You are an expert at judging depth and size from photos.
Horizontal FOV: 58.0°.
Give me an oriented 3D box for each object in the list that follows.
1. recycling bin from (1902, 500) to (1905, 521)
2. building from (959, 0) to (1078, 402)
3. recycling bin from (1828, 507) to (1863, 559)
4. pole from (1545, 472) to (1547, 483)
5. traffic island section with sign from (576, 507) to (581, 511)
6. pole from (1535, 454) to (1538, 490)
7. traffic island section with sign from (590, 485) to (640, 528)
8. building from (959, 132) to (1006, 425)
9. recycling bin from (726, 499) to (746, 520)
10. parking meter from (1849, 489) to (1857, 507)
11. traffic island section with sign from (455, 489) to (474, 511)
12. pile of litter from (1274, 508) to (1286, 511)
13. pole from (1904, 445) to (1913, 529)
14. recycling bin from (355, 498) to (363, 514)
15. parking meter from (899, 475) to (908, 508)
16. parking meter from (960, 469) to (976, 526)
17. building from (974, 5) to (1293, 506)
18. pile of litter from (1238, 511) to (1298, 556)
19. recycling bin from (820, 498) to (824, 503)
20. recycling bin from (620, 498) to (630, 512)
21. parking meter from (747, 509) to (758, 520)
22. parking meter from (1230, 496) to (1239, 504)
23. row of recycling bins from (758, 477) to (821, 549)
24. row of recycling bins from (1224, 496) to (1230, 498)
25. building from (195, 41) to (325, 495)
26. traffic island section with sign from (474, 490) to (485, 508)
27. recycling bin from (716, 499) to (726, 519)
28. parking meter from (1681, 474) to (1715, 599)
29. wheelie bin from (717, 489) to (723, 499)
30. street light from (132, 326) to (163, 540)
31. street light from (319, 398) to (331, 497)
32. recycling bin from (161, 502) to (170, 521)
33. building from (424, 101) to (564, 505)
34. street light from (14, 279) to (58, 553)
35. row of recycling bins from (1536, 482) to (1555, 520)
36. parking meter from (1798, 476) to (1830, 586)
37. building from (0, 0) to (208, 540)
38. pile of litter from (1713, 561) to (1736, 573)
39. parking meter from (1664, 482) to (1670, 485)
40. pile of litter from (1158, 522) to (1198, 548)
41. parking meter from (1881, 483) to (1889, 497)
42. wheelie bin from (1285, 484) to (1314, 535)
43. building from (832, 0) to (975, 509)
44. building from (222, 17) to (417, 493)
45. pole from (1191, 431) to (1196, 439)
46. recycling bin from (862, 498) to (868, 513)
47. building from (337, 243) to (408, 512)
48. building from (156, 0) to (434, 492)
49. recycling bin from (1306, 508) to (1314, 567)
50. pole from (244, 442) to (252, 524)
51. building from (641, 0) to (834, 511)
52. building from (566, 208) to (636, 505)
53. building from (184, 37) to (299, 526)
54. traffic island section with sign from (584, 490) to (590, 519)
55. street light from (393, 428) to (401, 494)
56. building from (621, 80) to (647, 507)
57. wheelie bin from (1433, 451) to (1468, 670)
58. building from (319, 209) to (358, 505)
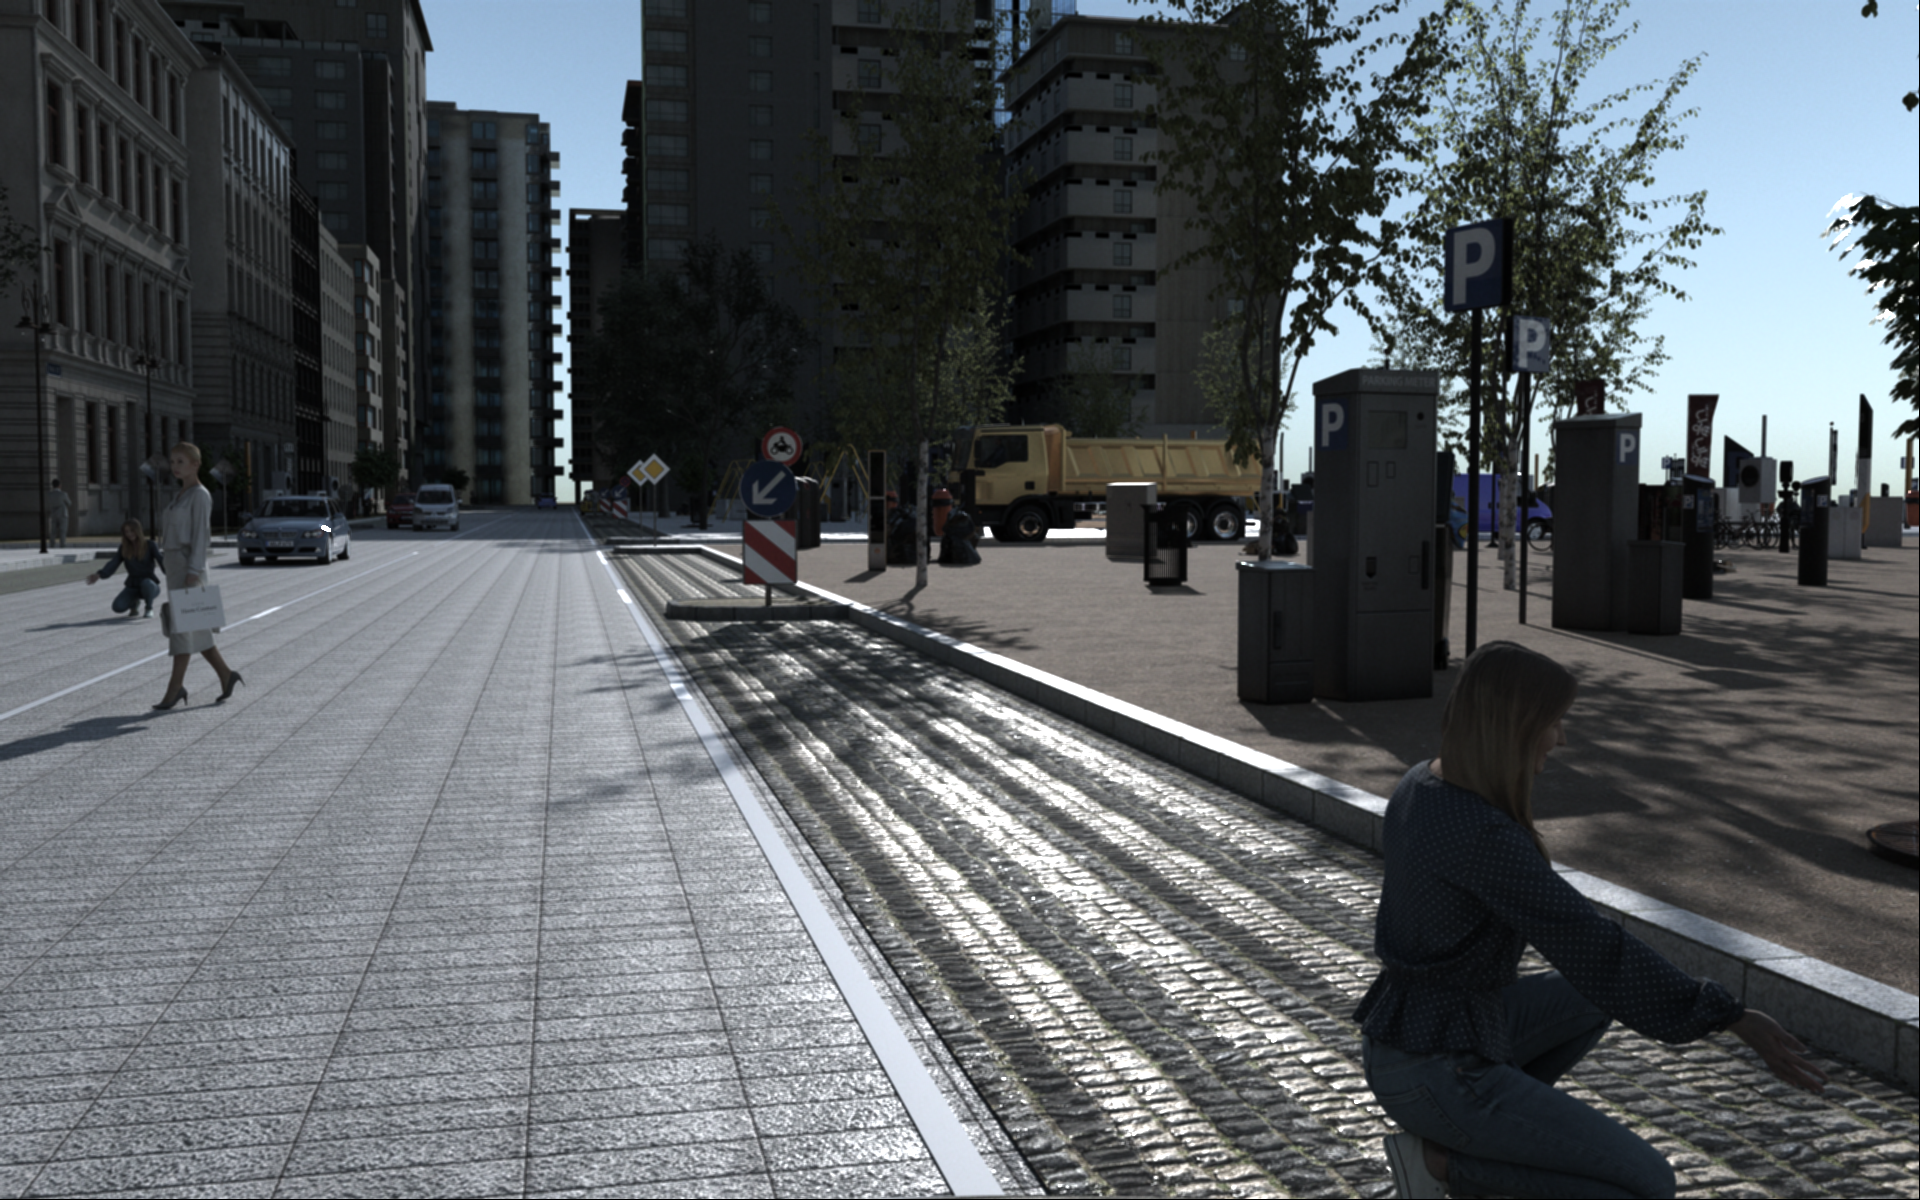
[{"bbox_3d":[42.636,-3.975,77.553,0.722,1.027,0.722,-1,4,-13],"label":"recycling bin"},{"bbox_3d":[3.436,-55.951,227.472,31.000,86.520,22.319,-1,4,-13],"label":"building"},{"bbox_3d":[17.334,-1.330,34.295,0.722,1.027,0.722,0,4,1],"label":"recycling bin"},{"bbox_3d":[46.169,-8.724,136.483,0.158,3.312,0.155,0,3,0],"label":"pole"},{"bbox_3d":[-31.940,-8.621,149.577,1.989,1.847,2.006,-1,4,-13],"label":"traffic island section with sign"},{"bbox_3d":[29.392,-5.780,88.350,0.158,3.312,0.155,0,3,0],"label":"pole"},{"bbox_3d":[-14.725,-4.014,74.253,1.989,1.847,2.006,-1,4,-13],"label":"traffic island section with sign"},{"bbox_3d":[-3.203,-31.376,196.596,14.086,41.232,14.154,-1,4,-13],"label":"building"},{"bbox_3d":[-10.886,-4.415,84.744,0.722,1.027,0.722,-1,4,-19],"label":"recycling bin"},{"bbox_3d":[46.502,-4.999,90.138,0.372,1.533,0.369,0,3,0],"label":"parking meter"},{"bbox_3d":[-42.580,-8.460,146.953,1.989,1.847,2.006,-1,4,-13],"label":"traffic island section with sign"},{"bbox_3d":[10.403,-2.570,55.983,1.719,0.858,1.176,2,4,35],"label":"pile of litter"},{"bbox_3d":[34.904,-4.274,63.727,0.158,3.312,0.155,0,3,0],"label":"pole"},{"bbox_3d":[-37.805,-5.905,109.105,0.722,1.027,0.722,-3,4,-36],"label":"recycling bin"},{"bbox_3d":[-1.763,-2.966,54.207,0.255,1.863,0.399,0,4,-5],"label":"parking meter"},{"bbox_3d":[0.179,-2.144,40.762,0.255,1.863,0.399,-2,4,-25],"label":"parking meter"},{"bbox_3d":[18.593,-36.999,194.176,27.495,52.752,28.713,-1,4,-13],"label":"building"},{"bbox_3d":[6.525,-1.400,36.847,1.719,0.858,1.176,-3,4,-36],"label":"pile of litter"},{"bbox_3d":[-8.648,-5.804,107.447,0.722,1.027,0.722,-1,4,-10],"label":"recycling bin"},{"bbox_3d":[-23.664,-6.712,122.297,0.722,1.027,0.722,-1,4,-11],"label":"recycling bin"},{"bbox_3d":[-6.822,-3.135,56.973,0.399,1.863,0.255,-1,4,-22],"label":"parking meter"},{"bbox_3d":[12.056,-4.140,76.100,0.372,1.533,0.369,0,3,0],"label":"parking meter"},{"bbox_3d":[-4.052,-2.070,40.955,1.069,1.692,3.534,0,4,7],"label":"row of recycling bins"},{"bbox_3d":[19.793,-7.383,127.824,1.069,1.692,3.534,1,4,22],"label":"row of recycling bins"},{"bbox_3d":[-41.655,-16.066,92.351,12.332,23.373,15.834,-1,4,-13],"label":"building"},{"bbox_3d":[-48.612,-10.073,173.317,1.989,1.847,2.006,-1,4,-13],"label":"traffic island section with sign"},{"bbox_3d":[-11.968,-4.633,88.307,0.722,1.027,0.722,2,4,31],"label":"recycling bin"},{"bbox_3d":[9.043,-0.784,21.236,0.372,1.533,0.369,0,3,0],"label":"parking meter"},{"bbox_3d":[-15.798,-6.366,111.994,0.980,1.594,0.693,2,4,31],"label":"wheelie bin"},{"bbox_3d":[-22.389,-4.592,47.863,0.468,5.910,1.993,-1,4,-13],"label":"street light"},{"bbox_3d":[-30.507,-6.766,83.413,0.468,5.910,1.993,-1,4,-13],"label":"street light"},{"bbox_3d":[-24.994,-2.620,55.390,0.722,1.027,0.722,1,4,16],"label":"recycling bin"},{"bbox_3d":[-64.769,-36.337,213.723,30.456,49.044,23.786,-1,4,-13],"label":"building"},{"bbox_3d":[-19.917,-3.956,37.470,0.468,5.910,1.993,-1,4,-13],"label":"street light"},{"bbox_3d":[19.909,-3.095,57.711,1.069,1.692,3.534,1,4,10],"label":"row of recycling bins"},{"bbox_3d":[11.994,-0.974,24.329,0.372,1.533,0.369,0,3,0],"label":"parking meter"},{"bbox_3d":[-32.748,-13.488,56.689,11.583,22.565,21.152,-1,4,-13],"label":"building"},{"bbox_3d":[12.363,-0.924,29.077,1.176,0.858,1.719,1,4,12],"label":"pile of litter"},{"bbox_3d":[34.541,-4.818,84.485,0.255,1.863,0.399,-2,4,-28],"label":"parking meter"},{"bbox_3d":[4.837,-1.701,41.778,1.719,0.858,1.176,2,4,24],"label":"pile of litter"},{"bbox_3d":[50.986,-5.491,95.489,0.399,1.863,0.255,-2,4,-33],"label":"parking meter"},{"bbox_3d":[10.662,-2.845,54.430,0.980,1.594,0.693,-1,4,-18],"label":"wheelie bin"},{"bbox_3d":[-14.131,-34.758,157.530,28.713,52.752,27.495,-1,4,-13],"label":"building"},{"bbox_3d":[-56.273,-28.710,152.998,14.154,41.232,14.086,-1,4,-13],"label":"building"},{"bbox_3d":[7.510,-3.787,55.768,0.158,3.312,0.155,0,3,0],"label":"pole"},{"bbox_3d":[-6.319,-6.517,119.106,0.722,1.027,0.722,-2,4,-28],"label":"recycling bin"},{"bbox_3d":[-57.669,-17.495,131.080,27.650,21.520,28.899,-1,4,-13],"label":"building"},{"bbox_3d":[-67.870,-35.771,174.088,27.495,52.752,28.713,-1,4,-13],"label":"building"},{"bbox_3d":[5.636,-0.809,25.787,0.722,1.027,0.722,3,5,39],"label":"recycling bin"},{"bbox_3d":[-27.718,-4.503,67.459,0.158,3.312,0.155,0,3,0],"label":"pole"},{"bbox_3d":[-17.723,-27.650,135.668,14.154,41.232,14.086,-1,4,-13],"label":"building"},{"bbox_3d":[-38.498,-32.545,223.996,23.993,40.220,32.217,-1,4,-13],"label":"building"},{"bbox_3d":[-35.633,-13.895,76.340,9.793,20.994,18.267,-1,4,-13],"label":"building"},{"bbox_3d":[-20.791,-5.638,100.801,1.989,1.847,2.006,-1,4,-13],"label":"traffic island section with sign"},{"bbox_3d":[-38.455,-8.907,118.423,0.468,5.910,1.993,-1,4,-13],"label":"street light"},{"bbox_3d":[-24.442,-32.404,184.431,22.147,44.769,28.867,-1,4,-13],"label":"building"},{"bbox_3d":[3.308,-0.306,12.904,0.980,1.594,0.693,1,4,21],"label":"wheelie bin"},{"bbox_3d":[-44.344,-15.524,108.568,10.420,20.320,16.860,-1,4,-13],"label":"building"}]
